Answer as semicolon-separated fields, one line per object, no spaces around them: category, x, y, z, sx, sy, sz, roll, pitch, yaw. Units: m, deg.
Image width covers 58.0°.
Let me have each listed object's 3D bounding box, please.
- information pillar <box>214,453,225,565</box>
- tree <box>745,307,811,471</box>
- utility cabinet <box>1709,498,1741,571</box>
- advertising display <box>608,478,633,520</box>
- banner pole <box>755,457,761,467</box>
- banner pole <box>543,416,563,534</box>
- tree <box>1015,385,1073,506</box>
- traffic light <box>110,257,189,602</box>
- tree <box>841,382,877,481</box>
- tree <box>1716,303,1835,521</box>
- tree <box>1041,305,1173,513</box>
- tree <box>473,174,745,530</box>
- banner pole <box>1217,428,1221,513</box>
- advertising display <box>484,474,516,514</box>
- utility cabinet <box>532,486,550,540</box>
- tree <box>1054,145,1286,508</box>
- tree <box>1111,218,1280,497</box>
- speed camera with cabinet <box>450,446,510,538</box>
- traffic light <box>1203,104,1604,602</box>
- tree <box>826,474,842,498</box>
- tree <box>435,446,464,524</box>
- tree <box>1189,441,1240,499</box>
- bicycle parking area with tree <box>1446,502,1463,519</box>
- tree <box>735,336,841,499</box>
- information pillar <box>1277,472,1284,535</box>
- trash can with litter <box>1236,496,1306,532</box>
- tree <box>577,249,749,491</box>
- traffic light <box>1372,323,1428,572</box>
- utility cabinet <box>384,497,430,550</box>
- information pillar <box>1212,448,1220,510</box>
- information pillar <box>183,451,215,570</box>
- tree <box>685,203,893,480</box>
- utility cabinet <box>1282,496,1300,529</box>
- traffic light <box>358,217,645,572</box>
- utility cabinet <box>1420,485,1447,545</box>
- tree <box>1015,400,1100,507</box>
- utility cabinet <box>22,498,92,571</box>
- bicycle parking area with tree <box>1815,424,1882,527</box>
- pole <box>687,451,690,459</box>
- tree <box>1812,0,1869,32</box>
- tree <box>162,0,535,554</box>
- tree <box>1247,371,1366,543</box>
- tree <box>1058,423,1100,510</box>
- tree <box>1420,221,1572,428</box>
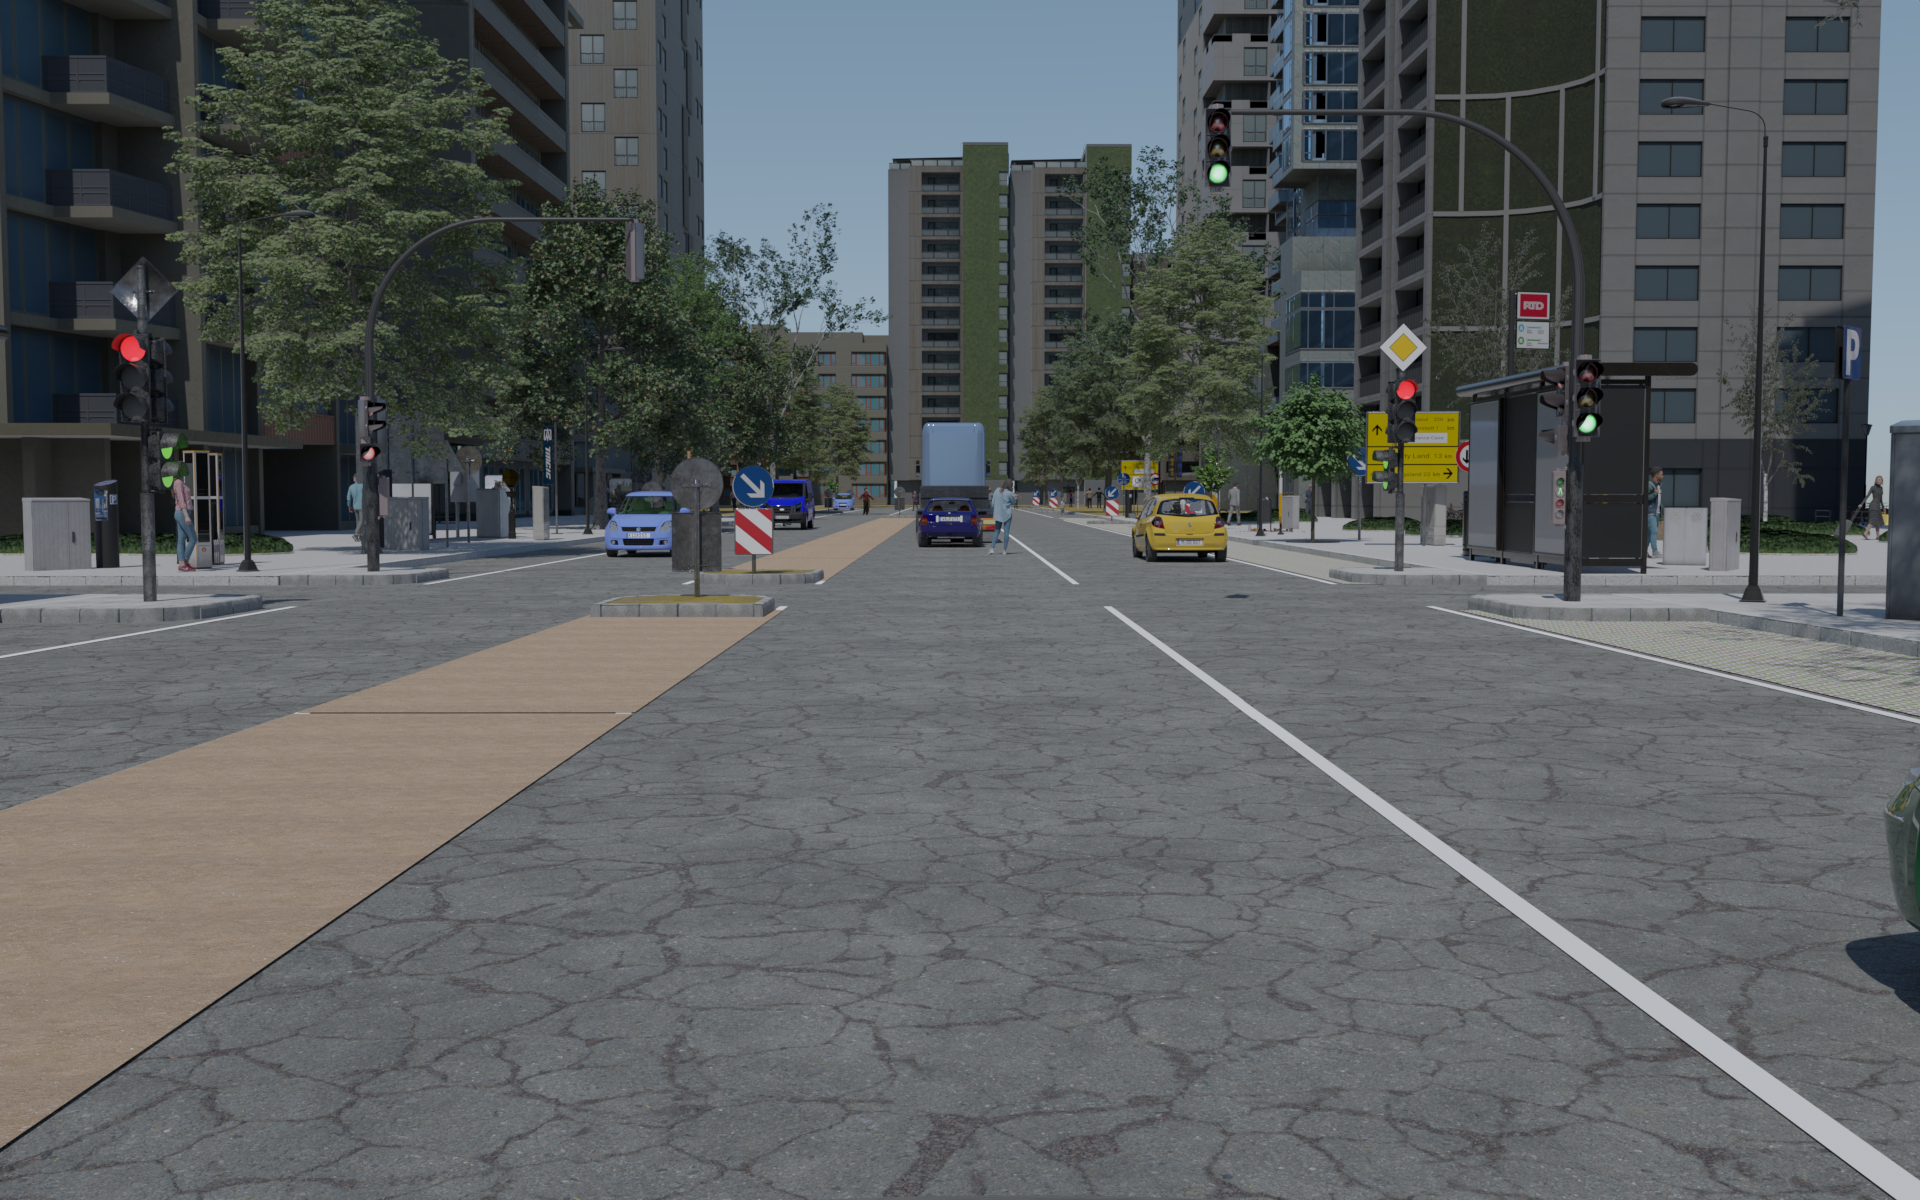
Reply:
information pillar;-13.483;-1.636;31.245;0.304;2.012;0.304;0;4;-8
tree;-13.250;-10.797;93.533;9.611;12.733;9.660;0;3;0
utility cabinet;12.907;-1.103;29.201;0.306;1.237;1.020;2;4;35
advertising display;-13.507;-3.901;69.000;0.974;1.923;0.123;0;4;3
banner pole;-12.088;-6.941;103.500;0.401;3.779;0.863;-3;4;-39
banner pole;-13.125;-4.014;55.640;0.863;3.779;0.401;3;4;38
tree;9.380;-16.027;180.162;7.486;12.596;7.792;0;3;0
traffic light;-9.657;-1.936;20.569;0.839;4.253;0.868;0;4;0
tree;-11.975;-15.656;174.095;7.486;12.596;7.792;0;3;0
tree;30.857;-7.072;65.997;4.360;8.622;3.978;0;3;0
tree;10.230;-12.985;118.952;9.857;13.997;8.962;0;3;0
tree;-12.890;-8.891;62.369;9.611;12.733;9.660;0;3;0
banner pole;9.818;-4.630;65.715;0.401;3.779;0.863;1;4;11
advertising display;-14.762;-3.080;55.572;0.974;1.923;0.123;0;4;-7
utility cabinet;-11.717;-2.436;48.508;0.318;1.500;1.173;0;4;-6
tree;10.995;-14.454;92.217;12.611;20.169;13.585;0;3;0
tree;9.891;-9.401;71.838;7.486;12.596;7.792;0;3;0
speed camera with cabinet;-14.148;-3.479;51.213;2.038;3.252;0.660;2;4;31
traffic light;5.213;-2.804;20.506;4.771;5.953;1.251;0;4;0
tree;-12.364;-10.474;165.858;1.663;3.219;1.824;0;3;0
tree;-22.648;-5.615;75.520;4.285;4.588;4.351;0;3;0
tree;9.117;-4.201;63.289;1.663;3.219;1.824;0;3;0
bicycle parking area with tree;22.376;-4.952;67.962;9.016;4.147;8.231;3;5;43
tree;-12.724;-12.589;123.949;7.486;12.596;7.792;0;3;0
information pillar;10.123;-3.868;54.593;0.183;3.616;0.504;1;4;12
trash can with litter;10.630;-2.921;58.822;2.233;1.210;1.678;3;5;39
tree;-12.671;-9.025;73.307;9.928;11.665;9.643;0;3;0
traffic light;7.271;-2.429;28.641;0.839;4.253;0.868;0;4;0
utility cabinet;-12.693;-1.746;39.709;1.020;1.237;0.306;1;4;16
information pillar;12.450;-5.674;84.124;0.504;3.616;0.183;-3;4;-38
information pillar;-12.989;-1.530;29.512;0.304;2.012;0.304;2;4;31
tree;-10.802;-15.644;111.667;12.611;20.169;13.585;0;3;0
utility cabinet;12.130;-3.207;63.601;0.306;1.237;1.020;-1;4;-11
traffic light;-7.599;-3.298;28.598;4.771;5.953;1.251;0;4;0
utility cabinet;11.860;-2.127;43.448;0.318;1.500;1.173;0;4;-2
tree;9.771;-14.110;165.110;8.767;10.594;7.601;-1;4;-14
utility cabinet;-15.251;-1.108;29.280;0.306;1.237;1.020;2;4;32
bicycle parking area with tree;39.610;-5.104;70.449;8.231;4.147;9.016;1;4;22
pole;-12.771;-5.370;81.649;0.158;3.312;0.155;0;3;0
tree;10.569;-6.079;9.759;12.009;13.543;11.850;0;3;0
tree;-13.069;-7.255;36.741;7.486;12.596;7.792;0;3;0
tree;9.424;-3.797;45.792;4.285;4.588;4.351;0;3;0
tree;10.019;-11.806;143.395;4.360;8.622;3.978;0;3;0
tree;14.783;-5.956;47.746;4.360;8.622;3.978;0;3;0
